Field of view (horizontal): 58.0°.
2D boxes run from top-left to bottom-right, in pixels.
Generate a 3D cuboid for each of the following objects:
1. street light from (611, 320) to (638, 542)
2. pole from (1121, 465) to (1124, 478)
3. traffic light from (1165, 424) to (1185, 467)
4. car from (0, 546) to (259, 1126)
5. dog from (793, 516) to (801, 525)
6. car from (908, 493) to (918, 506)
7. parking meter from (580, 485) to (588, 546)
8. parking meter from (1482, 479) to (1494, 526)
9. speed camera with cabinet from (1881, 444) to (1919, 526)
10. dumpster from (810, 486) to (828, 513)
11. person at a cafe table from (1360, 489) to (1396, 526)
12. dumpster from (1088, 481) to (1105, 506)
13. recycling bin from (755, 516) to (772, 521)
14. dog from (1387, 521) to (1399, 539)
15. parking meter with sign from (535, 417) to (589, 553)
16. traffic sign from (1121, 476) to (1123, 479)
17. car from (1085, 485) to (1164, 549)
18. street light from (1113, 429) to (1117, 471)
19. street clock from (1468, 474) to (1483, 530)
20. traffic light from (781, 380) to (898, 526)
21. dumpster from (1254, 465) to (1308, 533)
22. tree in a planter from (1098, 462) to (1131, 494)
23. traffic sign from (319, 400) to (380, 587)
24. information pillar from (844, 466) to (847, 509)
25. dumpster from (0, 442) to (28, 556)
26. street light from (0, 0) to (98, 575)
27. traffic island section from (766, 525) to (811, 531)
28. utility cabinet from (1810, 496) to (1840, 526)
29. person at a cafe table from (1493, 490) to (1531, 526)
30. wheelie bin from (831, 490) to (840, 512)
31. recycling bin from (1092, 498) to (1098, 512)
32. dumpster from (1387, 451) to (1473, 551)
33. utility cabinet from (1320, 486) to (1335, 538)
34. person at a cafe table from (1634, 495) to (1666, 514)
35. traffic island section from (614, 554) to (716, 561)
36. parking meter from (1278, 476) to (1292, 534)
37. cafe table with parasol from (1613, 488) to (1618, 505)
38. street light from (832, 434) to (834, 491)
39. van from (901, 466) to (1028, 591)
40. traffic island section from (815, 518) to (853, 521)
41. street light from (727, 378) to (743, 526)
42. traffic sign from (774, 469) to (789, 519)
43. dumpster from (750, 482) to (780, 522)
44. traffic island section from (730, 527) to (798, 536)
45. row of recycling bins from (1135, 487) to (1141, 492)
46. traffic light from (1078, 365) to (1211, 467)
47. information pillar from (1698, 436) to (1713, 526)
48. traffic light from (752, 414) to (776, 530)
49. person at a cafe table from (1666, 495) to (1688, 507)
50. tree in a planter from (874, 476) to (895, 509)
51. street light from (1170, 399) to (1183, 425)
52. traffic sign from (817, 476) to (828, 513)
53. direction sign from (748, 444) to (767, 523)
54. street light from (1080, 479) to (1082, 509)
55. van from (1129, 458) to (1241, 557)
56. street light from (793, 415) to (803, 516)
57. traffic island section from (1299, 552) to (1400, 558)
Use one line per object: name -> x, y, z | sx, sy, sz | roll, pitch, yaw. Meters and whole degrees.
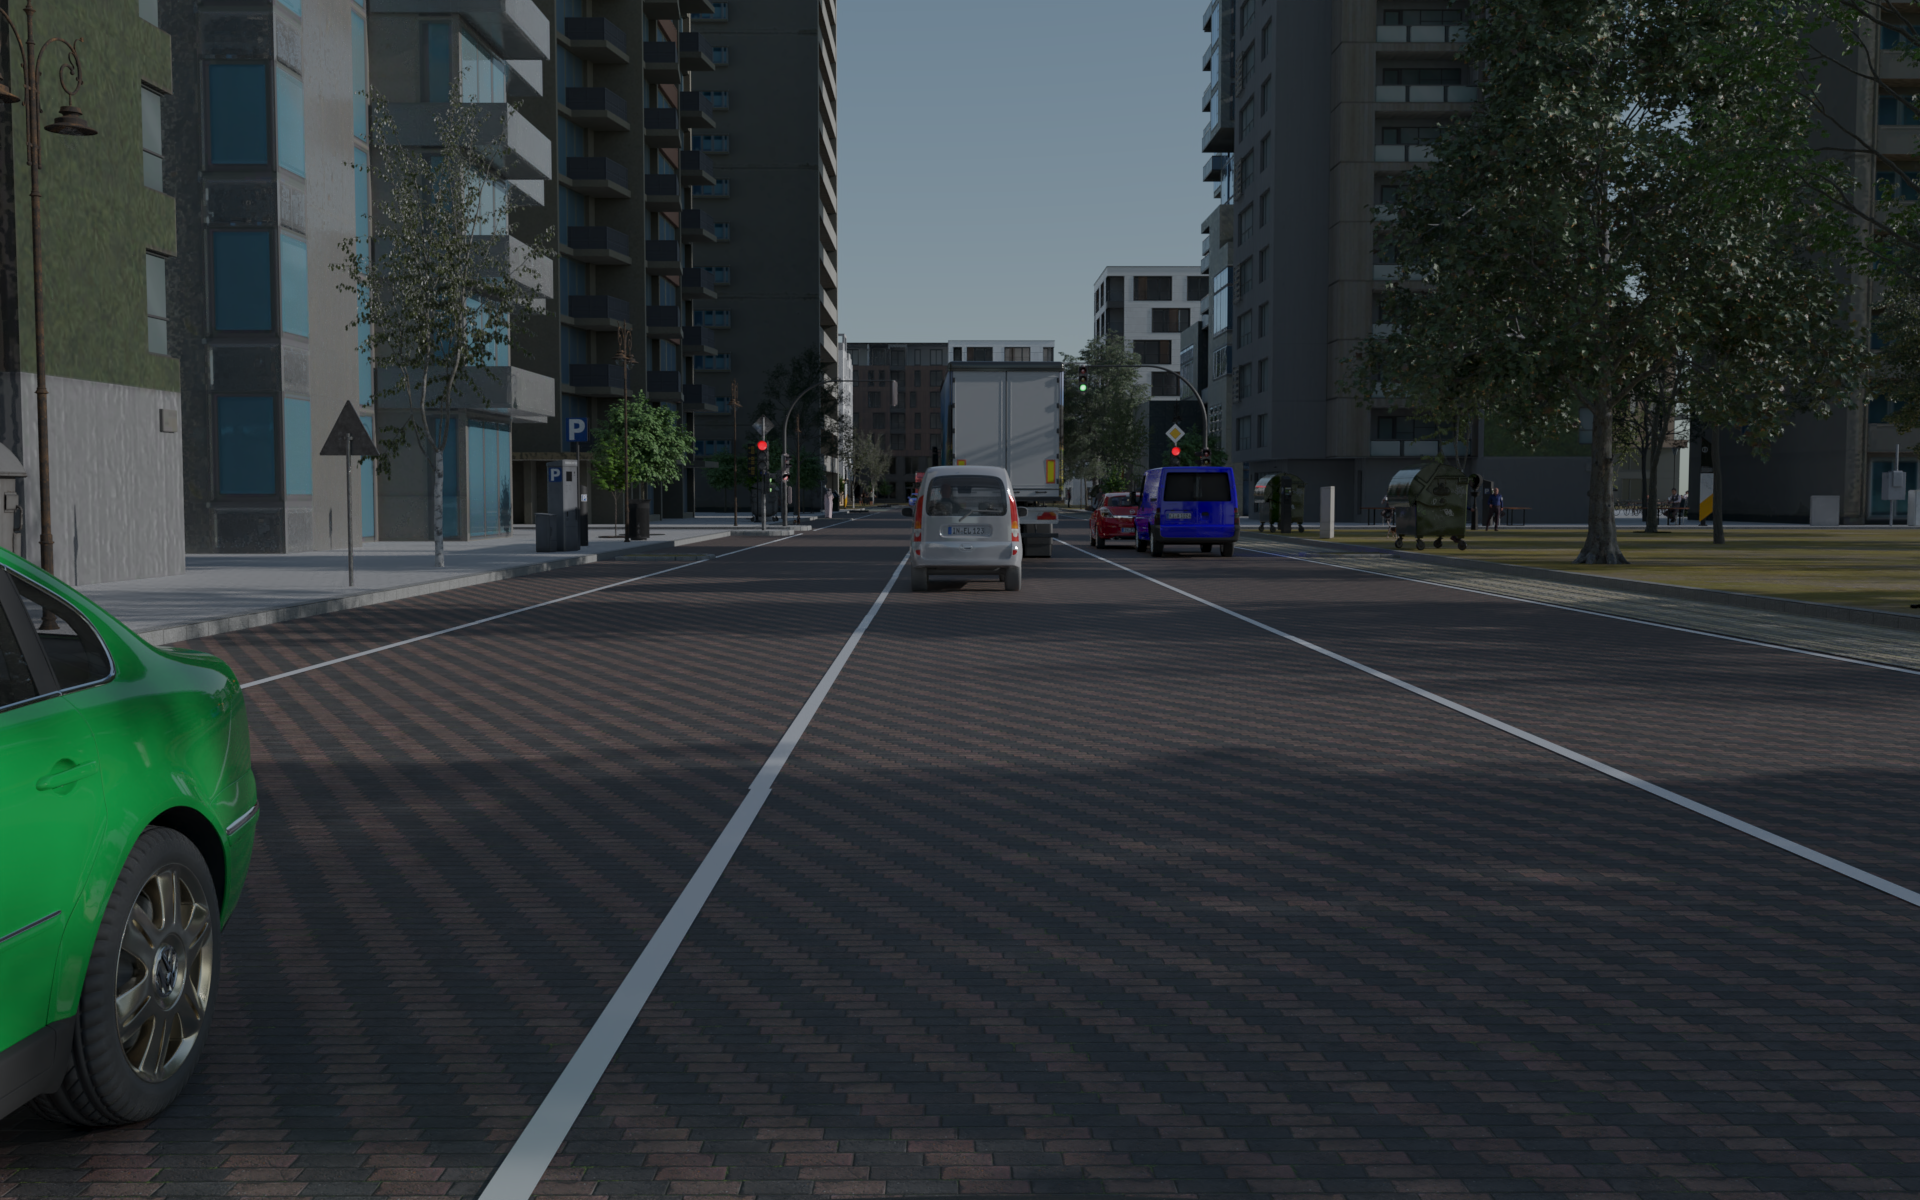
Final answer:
street light -> -8.889, -4.481, 46.060 | 0.468, 5.910, 1.993 | 0, 4, 0
pole -> 10.659, -7.325, 113.605 | 0.158, 3.312, 0.155 | 0, 3, 0
traffic light -> 8.554, -4.906, 69.139 | 0.839, 4.253, 0.868 | 0, 4, 0
car -> -2.694, 0.378, 2.611 | 1.959, 1.807, 4.718 | 0, 4, 0
dog -> -7.019, -3.367, 74.338 | 0.406, 0.507, 0.540 | -1, 4, -17
car -> -4.930, -11.419, 196.294 | 1.945, 1.707, 3.694 | 0, 4, -2
parking meter -> -9.360, -2.097, 42.695 | 0.372, 1.533, 0.369 | 0, 3, 0
parking meter -> 21.063, -3.876, 69.076 | 0.399, 1.863, 0.255 | 3, 4, 36
speed camera with cabinet -> 37.974, -4.577, 69.169 | 2.038, 3.252, 0.660 | 0, 4, 1
dumpster -> -9.593, -6.868, 118.049 | 1.264, 1.857, 1.865 | 0, 4, -1
person at a cafe table -> 17.467, -3.818, 70.935 | 1.698, 1.524, 1.622 | 2, 4, 31
dumpster -> 10.271, -7.641, 127.425 | 1.502, 2.255, 1.985 | 0, 4, 0
recycling bin -> -9.360, -4.270, 82.374 | 0.722, 1.027, 0.722 | -1, 4, -17
dog -> 12.565, -2.033, 50.065 | 0.540, 0.507, 0.406 | 2, 4, 28
parking meter with sign -> -8.921, -2.598, 38.739 | 0.543, 3.016, 1.738 | 1, 4, 14
traffic sign -> 10.155, -6.820, 111.611 | 0.768, 2.556, 0.104 | 0, 4, 7
car -> 4.468, -2.302, 46.672 | 2.155, 1.783, 4.494 | 0, 4, 1
street light -> 10.263, -8.648, 114.182 | 0.468, 5.910, 1.993 | 0, 4, 0
street clock -> 18.339, -3.493, 61.682 | 0.471, 2.002, 0.358 | 3, 5, 44
traffic light -> -4.875, -5.773, 69.060 | 4.771, 5.953, 1.251 | 0, 4, 0
dumpster -> 10.780, -3.406, 58.174 | 1.502, 2.255, 1.985 | 0, 4, -1
tree in a planter -> 8.409, -5.954, 94.570 | 1.991, 3.239, 1.994 | 0, 4, 0
traffic sign -> -8.454, -1.466, 23.976 | 0.884, 2.594, 0.081 | 1, 4, 9
information pillar -> -9.521, -9.352, 144.258 | 0.183, 3.616, 0.504 | 1, 4, 11
dumpster -> -8.615, -0.504, 14.003 | 1.264, 1.857, 1.865 | 0, 4, -1
street light -> -8.634, -2.658, 16.239 | 0.468, 5.910, 1.993 | 0, 4, 0
traffic island section -> -7.006, -2.866, 69.144 | 2.009, 0.180, 2.903 | 0, 4, 0
utility cabinet -> 34.654, -3.563, 69.411 | 1.020, 1.237, 0.306 | 1, 4, 18
person at a cafe table -> 22.081, -3.789, 70.463 | 1.622, 1.524, 1.698 | -1, 4, -9
wheelie bin -> -9.178, -7.296, 127.204 | 0.693, 1.594, 0.980 | 0, 4, 4
recycling bin -> 9.989, -6.835, 124.313 | 0.722, 1.027, 0.722 | -2, 4, -29
dumpster -> 10.876, -2.299, 40.088 | 1.502, 2.255, 1.985 | 0, 4, 0
utility cabinet -> 10.600, -2.530, 50.045 | 0.318, 1.500, 1.173 | 1, 4, 17
person at a cafe table -> 44.366, -6.185, 111.992 | 1.698, 1.238, 1.726 | 3, 4, 36
traffic island section -> -6.446, -0.938, 38.196 | 1.991, 0.108, 1.994 | 0, 4, 0
parking meter -> 10.611, -3.096, 56.335 | 0.255, 1.863, 0.399 | 0, 4, -7
cafe table with parasol -> 33.726, -5.324, 91.905 | 2.610, 1.966, 2.610 | -1, 4, -23
street light -> -9.479, -9.553, 128.982 | 0.468, 5.910, 1.993 | 0, 4, 0
van -> 0.076, -1.224, 27.024 | 2.013, 2.044, 4.112 | 0, 4, 0
traffic island section -> -6.864, -4.394, 94.714 | 1.991, 0.108, 1.994 | 0, 4, 0
street light -> -9.010, -5.908, 69.377 | 0.468, 5.910, 1.993 | 0, 4, 0
traffic sign -> -9.155, -5.428, 88.862 | 0.768, 2.556, 0.104 | 0, 4, 4
dumpster -> -9.108, -4.582, 80.676 | 1.264, 1.857, 1.865 | 0, 4, -1
traffic island section -> -6.948, -2.378, 61.160 | 2.009, 0.180, 2.903 | 0, 4, 0
row of recycling bins -> 10.501, -5.623, 99.043 | 1.069, 1.692, 3.534 | 0, 4, 8
traffic light -> 6.522, -5.280, 60.998 | 4.771, 5.953, 1.251 | 0, 4, 0
information pillar -> 29.894, -4.771, 69.366 | 0.504, 3.616, 0.183 | 2, 4, 24
traffic light -> -6.908, -4.410, 61.025 | 0.839, 4.253, 0.868 | 0, 4, 0
person at a cafe table -> 48.677, -6.555, 118.035 | 1.726, 1.238, 1.698 | 1, 4, 10
tree in a planter -> -7.435, -10.620, 170.855 | 1.991, 3.239, 1.994 | 0, 4, 0
street light -> 10.492, -6.803, 84.012 | 0.468, 5.910, 1.993 | 0, 4, 0
traffic sign -> -9.277, -7.106, 116.296 | 0.768, 2.556, 0.104 | 0, 4, 5
direction sign -> -9.088, -5.243, 77.726 | 0.876, 3.537, 0.379 | 0, 4, 5
street light -> 10.068, -10.469, 143.948 | 0.468, 5.910, 1.993 | 0, 4, 0
van -> 5.288, -2.243, 41.063 | 2.240, 2.365, 5.245 | 0, 4, 0
street light -> -9.250, -7.728, 99.142 | 0.468, 5.910, 1.993 | 0, 4, 0
traffic island section -> 8.805, -1.020, 39.550 | 1.991, 0.108, 1.994 | 0, 4, 0
